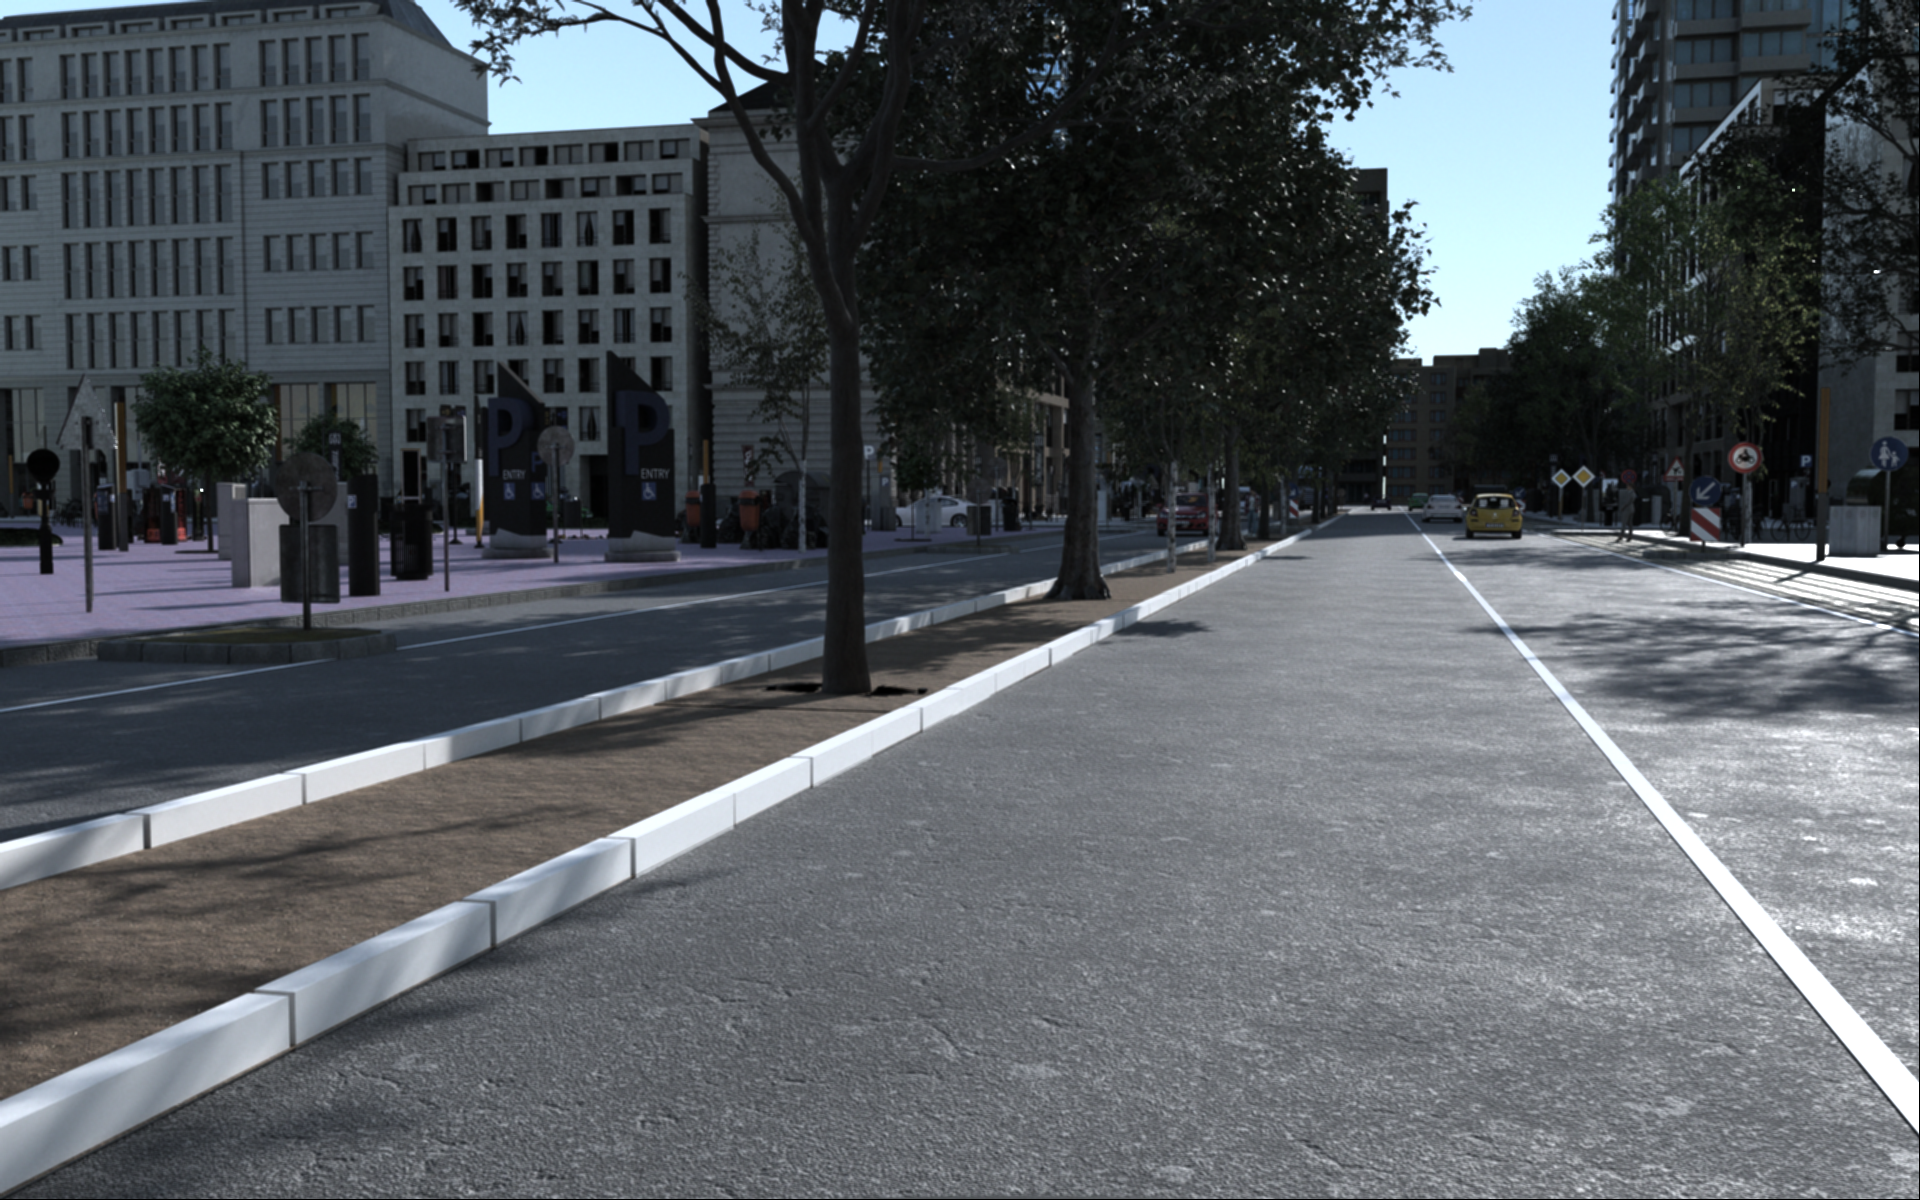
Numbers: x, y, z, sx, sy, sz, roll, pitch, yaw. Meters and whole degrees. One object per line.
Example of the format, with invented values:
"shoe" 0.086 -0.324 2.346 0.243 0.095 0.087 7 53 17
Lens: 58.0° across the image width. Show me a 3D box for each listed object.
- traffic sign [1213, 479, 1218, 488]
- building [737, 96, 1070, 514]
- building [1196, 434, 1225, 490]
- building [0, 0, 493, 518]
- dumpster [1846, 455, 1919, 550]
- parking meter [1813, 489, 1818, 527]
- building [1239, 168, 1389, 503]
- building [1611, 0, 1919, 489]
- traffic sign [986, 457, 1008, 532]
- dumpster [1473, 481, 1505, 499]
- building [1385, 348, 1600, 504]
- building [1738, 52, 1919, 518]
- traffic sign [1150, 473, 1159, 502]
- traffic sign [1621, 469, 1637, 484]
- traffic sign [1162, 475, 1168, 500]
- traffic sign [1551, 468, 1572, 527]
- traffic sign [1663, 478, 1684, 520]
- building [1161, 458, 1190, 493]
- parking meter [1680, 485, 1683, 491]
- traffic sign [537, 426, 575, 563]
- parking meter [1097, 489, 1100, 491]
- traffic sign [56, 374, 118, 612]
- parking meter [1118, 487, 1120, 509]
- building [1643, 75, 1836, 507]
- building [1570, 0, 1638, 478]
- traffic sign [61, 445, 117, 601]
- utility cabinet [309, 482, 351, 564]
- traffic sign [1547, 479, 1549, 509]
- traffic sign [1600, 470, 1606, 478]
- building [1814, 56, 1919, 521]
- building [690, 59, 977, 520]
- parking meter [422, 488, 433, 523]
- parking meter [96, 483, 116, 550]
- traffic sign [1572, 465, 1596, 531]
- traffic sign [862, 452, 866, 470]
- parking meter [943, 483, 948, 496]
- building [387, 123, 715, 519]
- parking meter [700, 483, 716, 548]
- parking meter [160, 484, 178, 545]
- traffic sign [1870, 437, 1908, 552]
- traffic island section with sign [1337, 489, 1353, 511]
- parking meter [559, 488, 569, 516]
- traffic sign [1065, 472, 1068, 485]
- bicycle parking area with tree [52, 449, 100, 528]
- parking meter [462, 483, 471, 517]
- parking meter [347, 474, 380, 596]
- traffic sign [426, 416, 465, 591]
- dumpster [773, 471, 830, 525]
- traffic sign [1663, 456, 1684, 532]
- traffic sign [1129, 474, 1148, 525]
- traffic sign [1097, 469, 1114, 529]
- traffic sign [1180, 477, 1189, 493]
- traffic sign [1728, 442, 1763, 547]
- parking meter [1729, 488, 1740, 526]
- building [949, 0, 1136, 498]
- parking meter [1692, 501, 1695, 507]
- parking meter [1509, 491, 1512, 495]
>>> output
"traffic sign" 18.934 -7.856 129.628 0.795 2.450 0.064 1 4 14
"building" -3.102 -19.513 123.550 19.350 26.468 34.151 1 4 14
"building" 23.970 -38.808 254.126 30.456 49.044 23.786 1 4 14
"building" -43.401 -19.765 100.646 29.804 29.767 11.434 1 4 14
"dumpster" 21.618 -2.305 40.182 1.502 2.255 1.985 1 4 14
"parking meter" 33.652 -3.635 67.851 0.372 1.533 0.369 0 3 0
"building" 49.766 -38.099 246.625 21.600 48.544 21.300 1 4 14
"building" 70.458 -32.573 152.180 23.786 49.044 30.456 1 4 14
"traffic sign" 1.266 -3.620 59.298 0.768 2.556 0.104 1 4 15
"dumpster" 34.312 -6.567 112.320 1.985 2.255 1.502 1 4 13
"building" 75.057 -24.435 244.550 28.899 21.520 27.650 1 4 14
"building" 51.033 -16.214 94.782 12.332 23.373 15.834 1 4 14
"traffic sign" 11.976 -6.620 108.244 0.884 2.594 0.081 1 4 17
"traffic sign" 34.390 -5.442 89.091 0.768 2.556 0.104 1 4 19
"traffic sign" 13.776 -7.069 115.685 0.768 2.556 0.104 1 4 19
"traffic sign" 23.539 -3.927 67.851 0.795 2.450 0.064 1 4 14
"traffic sign" 29.635 -4.395 71.864 0.884 2.594 0.081 2 4 24
"building" 10.896 -21.741 200.507 28.899 21.520 27.650 1 4 14
"parking meter" 45.252 -6.280 108.383 0.255 1.863 0.399 0 4 5
"traffic sign" -7.534 -1.965 32.240 0.768 2.556 0.104 1 4 15
"parking meter" 6.907 -4.674 84.828 0.372 1.533 0.369 0 3 0
"traffic sign" -9.452 -1.145 18.727 0.884 2.594 0.081 1 4 22
"parking meter" 13.691 -8.703 148.000 0.255 1.863 0.399 3 4 37
"building" 59.568 -19.190 118.279 19.350 26.468 34.151 1 4 14
"building" 77.156 -53.125 181.267 22.319 86.520 31.000 1 4 14
"traffic sign" -10.431 -1.267 20.711 0.884 2.594 0.081 1 4 22
"utility cabinet" -11.328 -1.402 31.594 0.318 1.500 1.173 3 5 43
"traffic sign" 40.232 -7.246 118.570 0.768 2.556 0.104 1 4 20
"traffic sign" 33.174 -5.492 89.903 0.768 2.556 0.104 1 4 22
"building" 48.922 -13.626 77.541 16.860 20.320 10.420 1 4 14
"building" -5.802 -16.319 95.700 11.050 23.489 19.941 1 4 14
"parking meter" -20.714 -3.608 67.397 0.372 1.533 0.369 0 3 0
"parking meter" -19.603 -1.918 39.777 0.372 1.533 0.369 0 3 0
"traffic sign" 21.620 -3.453 60.099 0.795 2.450 0.064 1 4 14
"traffic sign" -2.856 -2.793 45.773 0.768 2.556 0.104 1 4 21
"parking meter" -0.857 -5.214 90.962 0.399 1.863 0.255 3 5 44
"building" -20.764 -14.678 94.736 16.860 20.320 10.420 1 4 14
"parking meter" -5.990 -2.005 41.188 0.372 1.533 0.369 0 3 0
"parking meter" -20.027 -2.168 43.855 0.372 1.533 0.369 0 3 0
"traffic sign" 20.621 -2.349 38.512 0.768 2.556 0.104 1 4 20
"traffic island section with sign" 31.464 -8.250 143.025 2.006 1.907 1.989 1 4 14
"parking meter" -16.098 -3.792 70.418 0.372 1.533 0.369 0 3 0
"traffic sign" 5.103 -4.715 79.223 0.606 2.300 0.079 1 4 20
"bicycle parking area with tree" -36.092 -4.875 66.715 8.231 4.147 9.016 -1 4 -18
"parking meter" -25.232 -5.060 88.447 0.255 1.863 0.399 3 4 38
"parking meter" -7.535 -0.823 21.875 0.372 1.533 0.369 0 3 0
"traffic sign" -6.772 -1.265 22.809 0.606 2.300 0.079 1 4 21
"dumpster" -3.868 -2.311 43.544 1.264 1.857 1.865 1 4 14
"traffic sign" 24.261 -3.589 58.685 0.884 2.594 0.081 1 4 23
"traffic sign" 7.386 -4.172 71.856 0.795 2.450 0.064 1 4 14
"traffic sign" 5.467 -3.698 64.104 0.795 2.450 0.064 1 4 14
"traffic sign" 16.334 -7.678 125.647 0.768 2.556 0.104 1 4 22
"traffic sign" 19.145 -2.580 42.287 0.768 2.556 0.104 1 4 20
"parking meter" 30.766 -3.692 68.776 0.372 1.533 0.369 0 3 0
"building" 6.015 -52.063 163.902 22.319 86.520 31.000 1 4 14
"parking meter" 36.569 -4.782 86.592 0.372 1.533 0.369 0 3 0
"parking meter" 42.010 -7.554 131.926 0.372 1.533 0.369 0 3 0
